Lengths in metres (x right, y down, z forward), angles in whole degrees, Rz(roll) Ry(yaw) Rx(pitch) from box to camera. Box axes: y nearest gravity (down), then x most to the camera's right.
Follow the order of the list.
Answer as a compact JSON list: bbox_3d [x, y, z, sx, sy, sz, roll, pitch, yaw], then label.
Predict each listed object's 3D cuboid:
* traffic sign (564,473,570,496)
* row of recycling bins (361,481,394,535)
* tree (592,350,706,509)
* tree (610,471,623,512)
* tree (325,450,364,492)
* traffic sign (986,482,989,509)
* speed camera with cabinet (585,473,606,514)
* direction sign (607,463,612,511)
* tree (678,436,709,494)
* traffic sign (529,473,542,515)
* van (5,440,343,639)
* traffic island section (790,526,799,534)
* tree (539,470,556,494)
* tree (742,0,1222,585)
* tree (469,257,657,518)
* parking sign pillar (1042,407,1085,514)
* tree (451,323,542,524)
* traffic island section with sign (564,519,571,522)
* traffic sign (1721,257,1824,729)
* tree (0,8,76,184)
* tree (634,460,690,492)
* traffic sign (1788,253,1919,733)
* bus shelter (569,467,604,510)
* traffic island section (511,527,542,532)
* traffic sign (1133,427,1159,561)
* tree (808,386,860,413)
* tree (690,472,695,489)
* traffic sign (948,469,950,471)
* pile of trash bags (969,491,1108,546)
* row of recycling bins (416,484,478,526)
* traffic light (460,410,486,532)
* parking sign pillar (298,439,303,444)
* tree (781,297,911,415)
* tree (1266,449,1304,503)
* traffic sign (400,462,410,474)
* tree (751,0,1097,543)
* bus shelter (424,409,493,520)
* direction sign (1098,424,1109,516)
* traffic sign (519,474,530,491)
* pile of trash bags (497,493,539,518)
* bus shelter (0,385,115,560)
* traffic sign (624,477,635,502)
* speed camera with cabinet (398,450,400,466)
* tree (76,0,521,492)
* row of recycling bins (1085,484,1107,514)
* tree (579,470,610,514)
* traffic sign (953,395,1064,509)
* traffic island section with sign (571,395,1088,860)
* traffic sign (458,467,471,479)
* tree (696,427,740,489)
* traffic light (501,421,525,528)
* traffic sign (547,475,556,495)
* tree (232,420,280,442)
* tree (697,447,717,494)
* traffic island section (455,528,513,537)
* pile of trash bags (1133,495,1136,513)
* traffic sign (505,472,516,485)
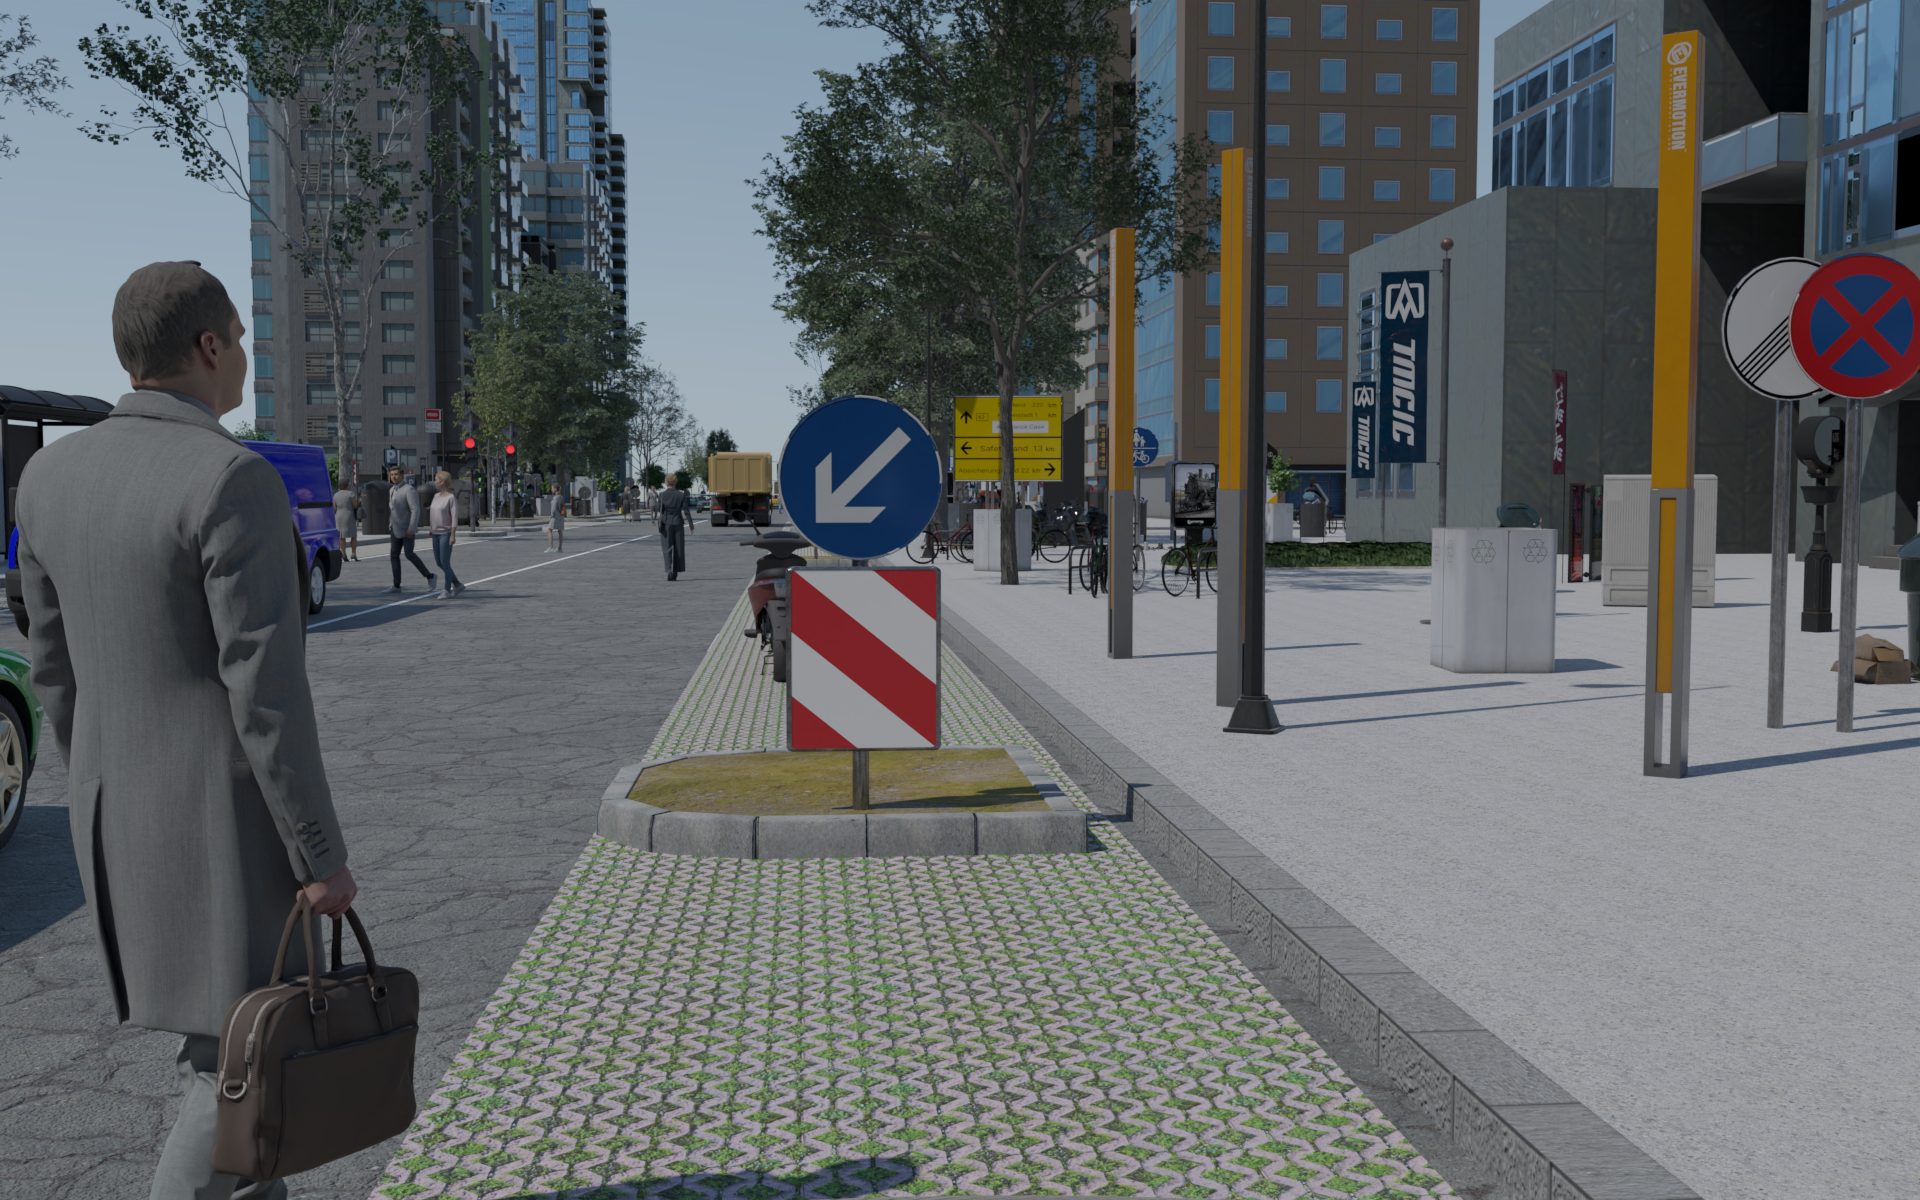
[{"bbox_3d":[-24.118,-6.447,105.518,0.768,2.556,0.104,0,4,3],"label":"traffic sign"},{"bbox_3d":[-18.656,-2.973,55.727,1.069,1.692,3.534,-1,4,-15],"label":"row of recycling bins"},{"bbox_3d":[-27.057,-14.595,148.993,12.009,13.543,11.850,0,3,0],"label":"tree"},{"bbox_3d":[-24.579,-7.806,122.230,1.663,3.219,1.824,0,3,0],"label":"tree"},{"bbox_3d":[-46.093,-8.874,128.811,4.285,4.588,4.351,0,3,0],"label":"tree"},{"bbox_3d":[0.603,-2.322,38.075,0.768,2.556,0.104,0,4,2],"label":"traffic sign"},{"bbox_3d":[-23.093,-7.049,109.579,0.660,3.252,2.038,1,4,11],"label":"speed camera with cabinet"},{"bbox_3d":[-25.185,-8.106,124.537,0.379,3.537,0.876,-2,4,-32],"label":"direction sign"},{"bbox_3d":[-35.389,-17.336,233.809,4.737,8.622,4.395,0,3,0],"label":"tree"},{"bbox_3d":[-26.231,-6.539,107.023,0.768,2.556,0.104,0,4,3],"label":"traffic sign"},{"bbox_3d":[-8.469,-0.892,18.965,2.240,2.365,5.245,0,4,-4],"label":"van"},{"bbox_3d":[-5.602,-2.757,67.360,2.009,0.180,2.903,0,4,-5],"label":"traffic island section"},{"bbox_3d":[-33.064,-8.836,139.065,1.663,3.219,1.824,0,3,0],"label":"tree"},{"bbox_3d":[0.414,-5.482,24.044,7.601,10.594,8.767,-3,4,-37],"label":"tree"},{"bbox_3d":[-21.758,-11.486,94.443,9.857,13.997,8.962,0,3,0],"label":"tree"},{"bbox_3d":[3.227,-4.010,54.037,1.447,3.967,1.447,0,4,0],"label":"parking sign pillar"},{"bbox_3d":[-20.171,-7.612,74.813,4.737,8.622,4.395,0,3,0],"label":"tree"},{"bbox_3d":[-19.145,-4.881,88.435,1.989,1.847,2.006,0,4,-5],"label":"traffic island section with sign"},{"bbox_3d":[4.470,-0.570,9.422,0.768,2.556,0.104,0,4,-4],"label":"traffic sign"},{"bbox_3d":[-16.066,-6.697,19.869,12.009,13.543,11.850,0,3,0],"label":"tree"},{"bbox_3d":[-28.610,-10.896,161.859,4.285,4.588,4.351,0,3,0],"label":"tree"},{"bbox_3d":[4.771,-0.560,9.264,0.768,2.556,0.104,0,4,1],"label":"traffic sign"},{"bbox_3d":[-28.908,-8.592,134.409,2.014,3.302,5.546,0,4,-5],"label":"bus shelter"},{"bbox_3d":[-17.147,-2.694,66.331,2.009,0.180,2.903,0,4,-5],"label":"traffic island section"},{"bbox_3d":[3.393,-2.010,32.967,0.768,2.556,0.104,0,4,-2],"label":"traffic sign"},{"bbox_3d":[-6.504,-9.222,101.138,4.737,8.622,4.395,0,3,0],"label":"tree"},{"bbox_3d":[-32.406,-13.304,201.240,4.285,4.588,4.351,0,3,0],"label":"tree"},{"bbox_3d":[-0.782,-5.002,81.888,0.768,2.556,0.104,0,4,-2],"label":"traffic sign"},{"bbox_3d":[1.760,-2.101,44.102,3.447,1.369,1.912,3,5,42],"label":"pile of trash bags"},{"bbox_3d":[-20.897,-3.874,70.456,1.069,1.692,3.534,1,4,18],"label":"row of recycling bins"},{"bbox_3d":[-16.391,-4.240,58.247,0.839,4.253,0.868,0,4,-5],"label":"traffic light"},{"bbox_3d":[-32.178,-5.918,85.238,1.447,3.967,1.447,-1,4,-10],"label":"parking sign pillar"},{"bbox_3d":[-9.893,-18.371,156.258,12.611,20.169,13.585,0,3,0],"label":"tree"},{"bbox_3d":[13.724,-4.886,74.487,1.663,3.219,1.824,0,3,0],"label":"tree"},{"bbox_3d":[-22.509,-4.284,70.047,0.884,2.594,0.081,0,4,0],"label":"traffic sign"},{"bbox_3d":[-0.593,-8.498,45.593,9.857,13.997,8.962,0,3,0],"label":"tree"},{"bbox_3d":[-24.296,-6.515,84.148,2.179,5.291,8.768,0,4,-5],"label":"bus shelter"},{"bbox_3d":[4.756,-3.896,55.690,0.379,3.537,0.876,-3,4,-39],"label":"direction sign"},{"bbox_3d":[-27.961,-6.801,111.307,0.768,2.556,0.104,0,4,3],"label":"traffic sign"},{"bbox_3d":[-24.940,-5.147,93.900,3.447,1.369,1.912,-2,4,-26],"label":"pile of trash bags"},{"bbox_3d":[-17.860,-2.395,33.077,2.014,3.302,5.546,0,4,-5],"label":"bus shelter"},{"bbox_3d":[-24.447,-7.834,128.186,0.768,2.556,0.104,0,4,-2],"label":"traffic sign"},{"bbox_3d":[-25.219,-5.057,77.011,0.660,3.252,2.038,1,4,21],"label":"speed camera with cabinet"},{"bbox_3d":[-18.691,-11.809,48.958,12.611,20.169,13.585,0,3,0],"label":"tree"},{"bbox_3d":[5.426,-3.906,70.970,1.069,1.692,3.534,-3,4,-37],"label":"row of recycling bins"},{"bbox_3d":[-24.176,-7.288,113.765,1.663,3.219,1.824,0,3,0],"label":"tree"},{"bbox_3d":[0.990,-2.552,35.605,2.265,3.308,0.079,0,4,4],"label":"traffic sign"},{"bbox_3d":[-0.569,0.056,7.710,1.989,1.847,2.006,0,4,-5],"label":"traffic island section with sign"},{"bbox_3d":[-22.722,-4.873,79.777,0.768,2.556,0.104,0,3,0],"label":"traffic sign"},{"bbox_3d":[-40.498,-22.988,292.854,9.611,12.733,9.660,0,3,0],"label":"tree"},{"bbox_3d":[-17.106,-4.727,66.200,0.839,4.253,0.868,0,4,-5],"label":"traffic light"},{"bbox_3d":[-26.603,-6.922,113.273,0.768,2.556,0.104,0,4,5],"label":"traffic sign"},{"bbox_3d":[-31.617,-5.694,76.813,4.285,4.588,4.351,0,3,0],"label":"tree"},{"bbox_3d":[-38.480,-19.215,264.522,4.360,8.622,3.978,0,3,0],"label":"tree"},{"bbox_3d":[-16.432,-2.208,58.378,2.009,0.180,2.903,0,4,-5],"label":"traffic island section"},{"bbox_3d":[3.810,-2.560,51.606,3.447,1.369,1.912,-2,4,-33],"label":"pile of trash bags"},{"bbox_3d":[-21.906,-5.115,84.814,0.795,2.450,0.064,0,4,2],"label":"traffic sign"}]
